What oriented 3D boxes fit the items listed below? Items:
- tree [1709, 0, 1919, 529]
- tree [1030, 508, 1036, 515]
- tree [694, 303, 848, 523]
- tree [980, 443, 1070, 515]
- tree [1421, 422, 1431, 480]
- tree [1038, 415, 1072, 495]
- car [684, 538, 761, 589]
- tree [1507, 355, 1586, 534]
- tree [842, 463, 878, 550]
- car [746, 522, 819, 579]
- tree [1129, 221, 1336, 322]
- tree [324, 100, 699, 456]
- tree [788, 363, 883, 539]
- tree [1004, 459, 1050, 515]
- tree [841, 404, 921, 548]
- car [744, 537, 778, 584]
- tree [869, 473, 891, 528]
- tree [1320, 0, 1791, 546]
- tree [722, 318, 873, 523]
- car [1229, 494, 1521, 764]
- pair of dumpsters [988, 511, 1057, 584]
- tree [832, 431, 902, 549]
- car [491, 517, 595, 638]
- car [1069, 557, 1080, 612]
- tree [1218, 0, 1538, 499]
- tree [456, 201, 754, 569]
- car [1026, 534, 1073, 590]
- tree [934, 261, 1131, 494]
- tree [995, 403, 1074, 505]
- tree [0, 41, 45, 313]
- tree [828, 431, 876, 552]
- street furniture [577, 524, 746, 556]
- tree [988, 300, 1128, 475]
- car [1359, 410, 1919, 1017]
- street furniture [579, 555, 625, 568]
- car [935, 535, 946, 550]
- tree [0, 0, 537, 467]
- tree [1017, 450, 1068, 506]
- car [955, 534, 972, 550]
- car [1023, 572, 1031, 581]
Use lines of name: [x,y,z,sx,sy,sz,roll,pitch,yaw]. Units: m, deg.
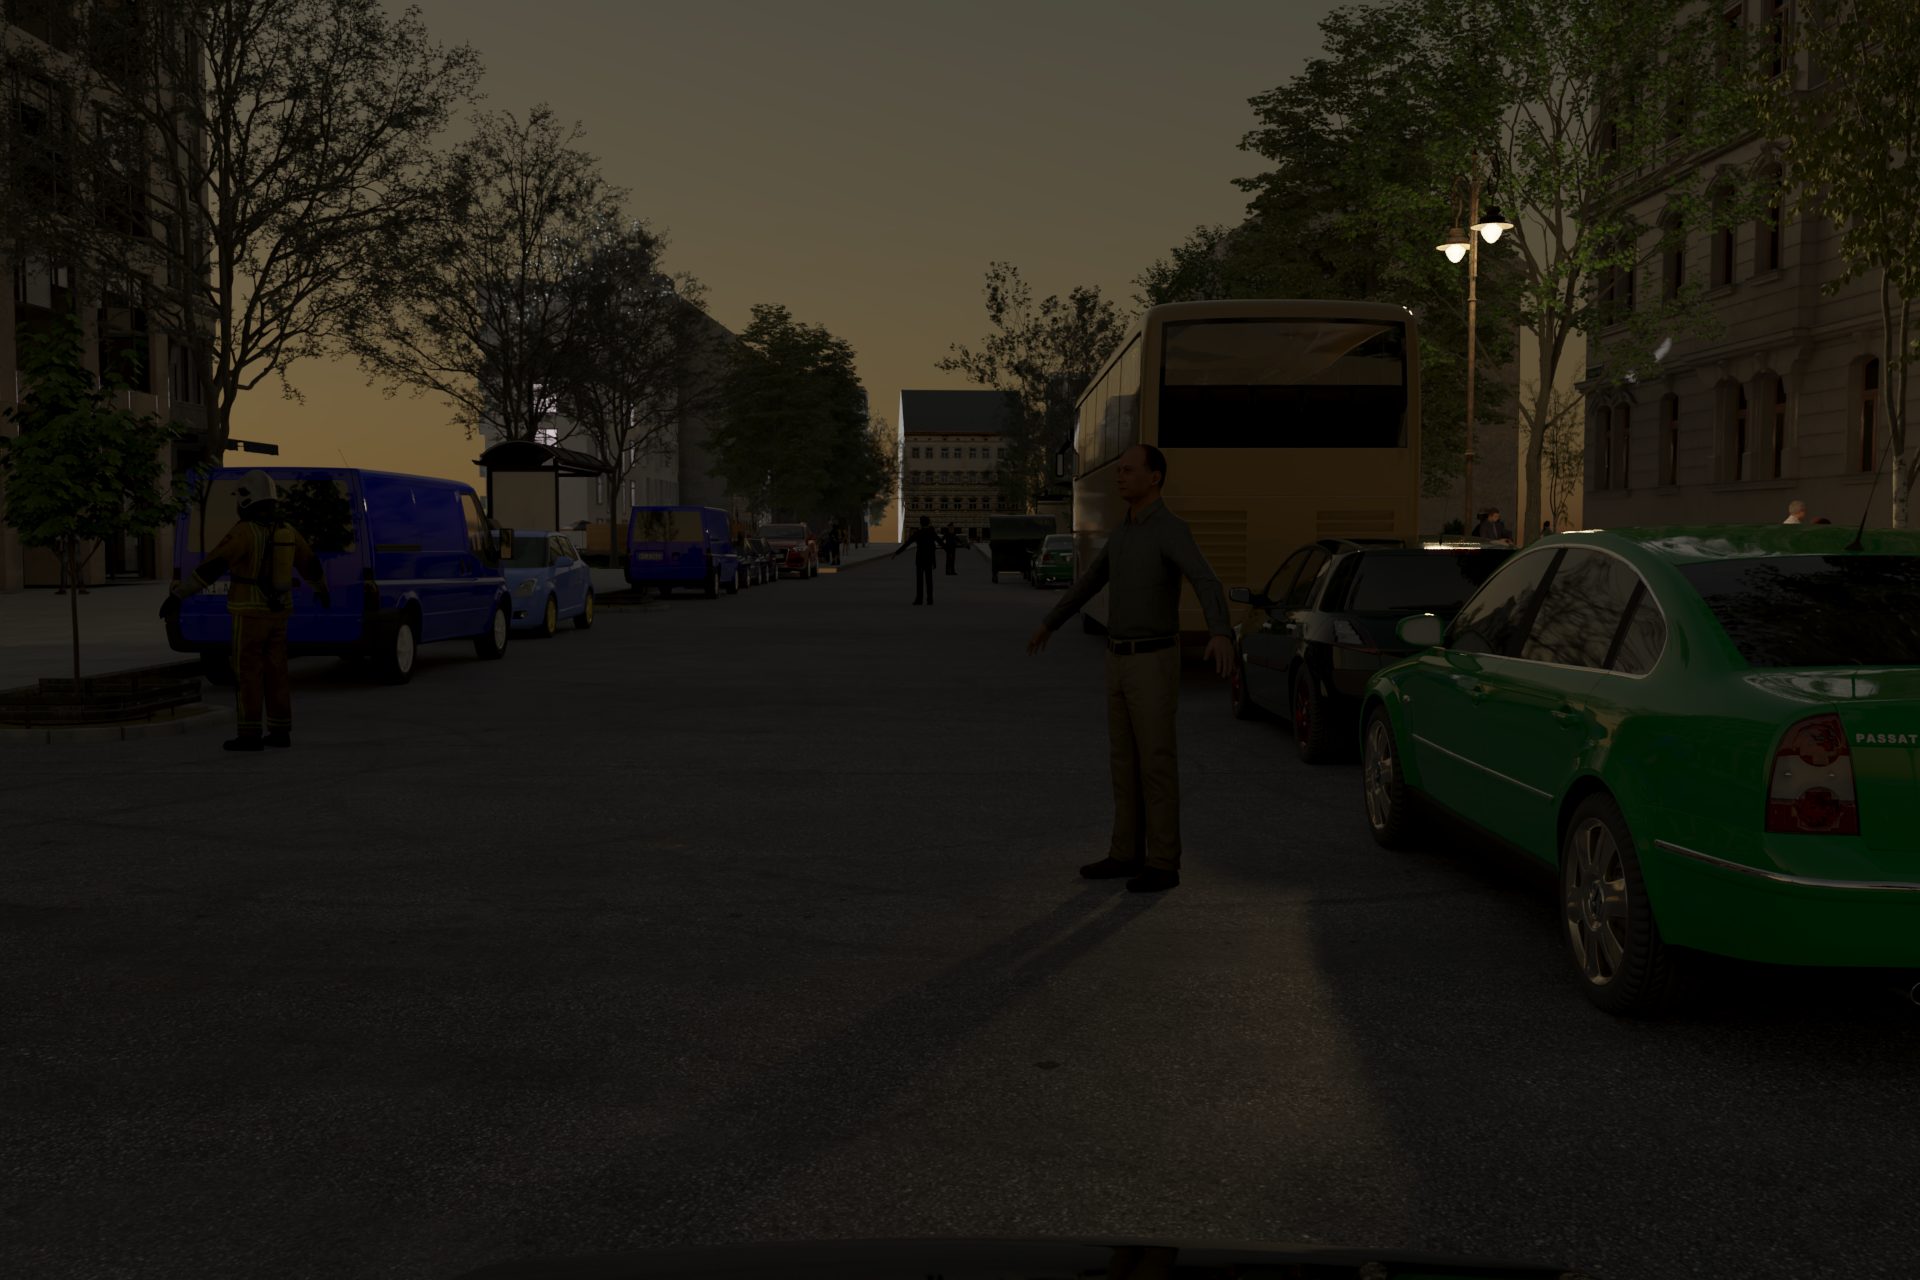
tree: [9.194,-4.035,16.327,4.737,8.622,4.395,0,3,0]
tree: [12.455,-19.036,261.600,4.737,8.622,4.395,0,3,0]
tree: [-9.265,-10.262,85.914,7.486,12.596,7.792,0,3,0]
tree: [6.403,-13.980,162.978,8.767,10.594,7.601,-2,4,-24]
tree: [17.105,-8.594,74.924,7.601,10.594,8.767,1,4,13]
tree: [6.110,-9.615,107.566,4.360,8.622,3.978,0,3,0]
car: [-6.409,-2.093,46.808,1.945,1.354,3.894,0,4,0]
tree: [23.980,-7.341,70.393,4.360,8.622,3.978,0,3,0]
tree: [-9.400,-11.776,142.902,4.360,8.622,3.978,0,3,0]
car: [-5.775,-2.932,56.615,2.281,1.827,5.304,0,4,0]
tree: [8.865,-8.070,57.697,9.928,11.665,9.643,0,3,0]
tree: [-12.606,-8.508,49.478,12.009,13.543,11.850,0,3,0]
tree: [-8.951,-12.011,114.501,7.486,12.596,7.792,0,3,0]
tree: [6.450,-12.111,148.372,4.360,8.622,3.978,0,3,0]
tree: [-9.162,-15.486,163.560,12.009,13.543,11.850,0,3,0]
car: [-6.358,-2.339,50.816,1.945,1.354,3.894,0,3,0]
tree: [-14.804,-21.664,260.857,9.857,13.997,8.962,0,3,0]
tree: [9.501,-6.262,28.137,9.928,11.665,9.643,0,3,0]
tree: [-9.606,-11.981,102.549,9.857,13.997,8.962,0,3,0]
car: [2.977,-0.146,12.181,2.009,1.686,4.222,0,3,0]
pair of dumpsters: [3.037,-2.779,50.388,4.436,2.255,1.574,0,4,0]
tree: [-8.994,-13.115,148.845,8.767,10.594,7.601,0,4,5]
car: [-6.453,-0.942,24.997,1.945,1.707,3.694,0,4,0]
car: [2.946,-1.118,30.280,2.014,1.417,4.499,0,4,0]
tree: [8.863,-7.339,38.121,7.486,12.596,7.792,0,3,0]
tree: [-12.744,-9.366,63.511,12.009,13.543,11.850,0,3,0]
car: [2.854,-2.102,46.164,2.131,1.459,4.920,0,3,0]
tree: [4.708,-16.260,121.746,12.611,20.169,13.585,0,3,0]
tree: [6.563,-12.789,134.857,9.928,11.665,9.643,0,3,0]
tree: [-12.373,-4.122,17.755,4.360,8.622,3.978,0,3,0]
tree: [-9.624,-11.644,124.797,7.601,10.594,8.767,0,4,-7]
street furniture: [-13.100,-4.115,74.128,11.010,1.723,9.812,3,5,42]
tree: [6.264,-11.022,90.578,12.009,13.543,11.850,0,3,0]
car: [2.778,0.140,6.514,1.959,1.807,4.718,0,4,0]
street furniture: [-12.968,-3.142,67.001,10.072,0.657,5.734,0,4,-3]
car: [-1.818,-7.720,138.588,2.083,1.381,4.827,0,4,0]
tree: [-12.239,-7.221,28.431,12.009,13.543,11.850,0,3,0]
tree: [6.135,-11.707,141.764,4.360,8.622,3.978,0,3,0]
car: [0.077,-9.072,158.120,2.009,1.686,4.222,0,4,-1]
car: [2.938,-2.586,54.080,2.131,1.459,4.920,0,4,0]
